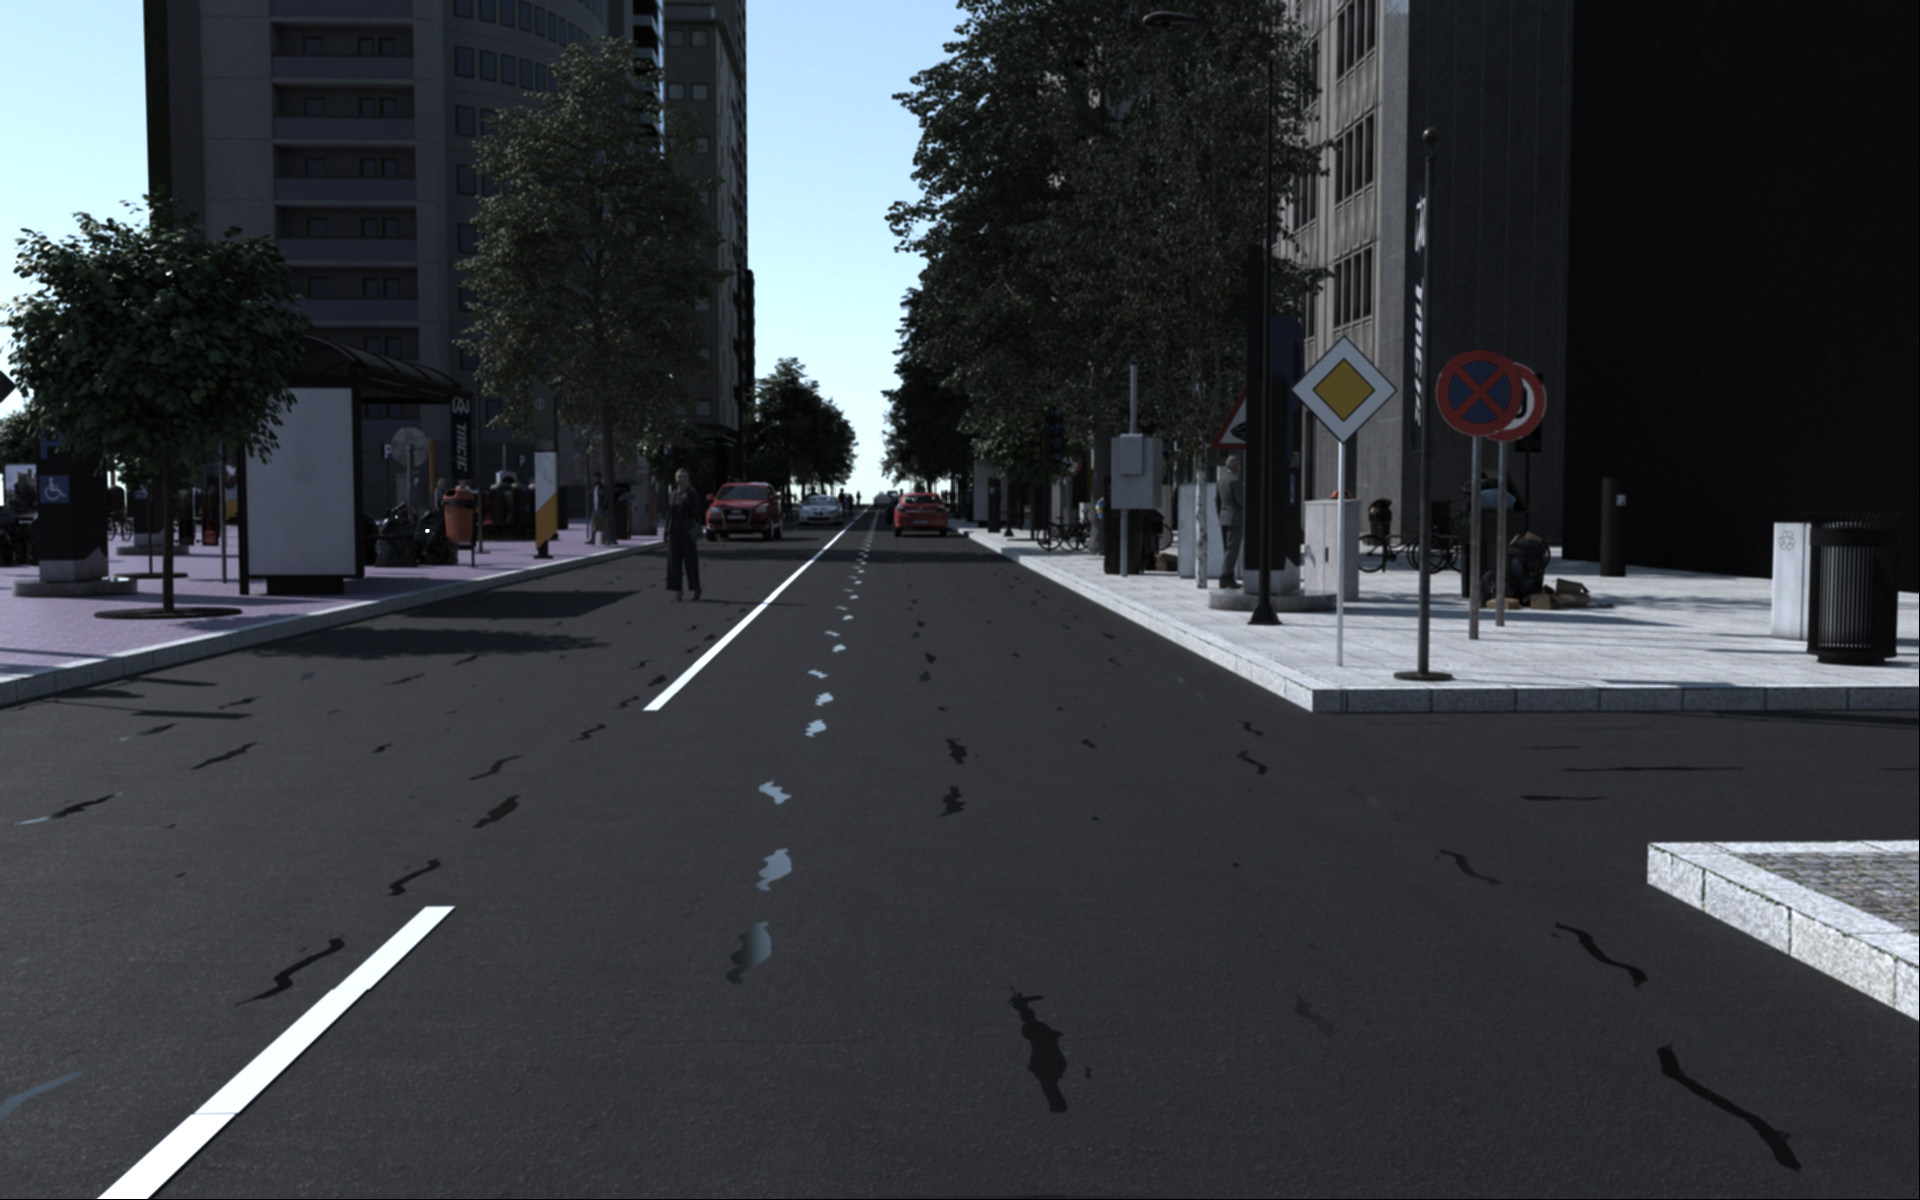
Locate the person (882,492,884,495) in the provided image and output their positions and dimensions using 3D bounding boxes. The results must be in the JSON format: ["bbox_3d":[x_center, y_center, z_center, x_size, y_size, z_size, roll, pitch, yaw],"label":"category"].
[{"bbox_3d":[-10.119,-13.376,227.991,1.217,1.735,0.721,2,4,23],"label":"person"}]

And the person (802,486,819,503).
[{"bbox_3d":[-8.252,-5.459,97.384,1.348,1.869,0.705,-2,4,-26],"label":"person"}]

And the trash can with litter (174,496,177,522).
[{"bbox_3d":[-37.446,-4.366,82.449,1.678,1.210,2.233,-3,5,-41],"label":"trash can with litter"}]

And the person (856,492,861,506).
[{"bbox_3d":[-12.597,-12.610,215.382,0.721,1.735,1.217,1,4,22],"label":"person"}]

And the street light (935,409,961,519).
[{"bbox_3d":[-0.793,-7.395,93.447,1.470,5.913,1.316,0,4,-3],"label":"street light"}]

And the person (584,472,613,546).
[{"bbox_3d":[-8.870,-2.241,42.667,0.713,1.824,0.794,-3,4,-37],"label":"person"}]

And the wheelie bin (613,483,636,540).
[{"bbox_3d":[-9.639,-2.510,48.944,0.980,1.594,0.693,0,4,-1],"label":"wheelie bin"}]

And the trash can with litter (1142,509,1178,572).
[{"bbox_3d":[3.323,-1.080,29.045,0.624,1.170,1.055,-3,5,-42],"label":"trash can with litter"}]

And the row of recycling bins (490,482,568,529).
[{"bbox_3d":[-15.526,-3.375,62.291,1.069,1.692,3.534,2,4,30],"label":"row of recycling bins"}]

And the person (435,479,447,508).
[{"bbox_3d":[-17.314,-3.168,58.027,0.728,1.800,0.709,2,4,32],"label":"person"}]

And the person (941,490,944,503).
[{"bbox_3d":[-2.353,-14.195,238.221,0.705,1.814,1.350,2,4,28],"label":"person"}]

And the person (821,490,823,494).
[{"bbox_3d":[-17.162,-12.874,216.983,0.568,1.767,0.683,-1,4,-15],"label":"person"}]

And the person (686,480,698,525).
[{"bbox_3d":[-9.716,-3.453,62.836,0.444,1.785,0.601,-2,4,-25],"label":"person"}]

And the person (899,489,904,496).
[{"bbox_3d":[-4.366,-7.329,128.327,0.705,1.824,1.348,-2,4,-32],"label":"person"}]

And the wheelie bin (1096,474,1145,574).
[{"bbox_3d":[2.655,-1.218,27.823,0.980,1.594,0.693,1,4,10],"label":"wheelie bin"}]

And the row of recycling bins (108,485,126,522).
[{"bbox_3d":[-40.068,-4.423,79.432,1.069,1.692,3.534,2,4,31],"label":"row of recycling bins"}]

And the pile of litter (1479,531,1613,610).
[{"bbox_3d":[6.607,-0.348,19.656,1.719,0.858,1.176,0,4,2],"label":"pile of litter"}]

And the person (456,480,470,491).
[{"bbox_3d":[-16.225,-3.092,56.474,0.514,1.842,0.818,-1,4,-22],"label":"person"}]

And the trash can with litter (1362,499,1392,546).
[{"bbox_3d":[10.280,-1.932,42.976,0.624,1.170,1.055,-1,4,-12],"label":"trash can with litter"}]

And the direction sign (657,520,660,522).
[{"bbox_3d":[-14.175,-5.414,80.521,0.876,3.537,0.379,2,4,24],"label":"direction sign"}]

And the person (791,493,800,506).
[{"bbox_3d":[-17.943,-10.958,188.435,0.991,1.433,0.599,-1,4,-10],"label":"person"}]

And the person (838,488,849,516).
[{"bbox_3d":[-7.686,-6.412,113.271,0.705,1.831,1.348,2,4,26],"label":"person"}]

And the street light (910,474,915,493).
[{"bbox_3d":[-4.540,-12.472,176.457,1.470,5.913,1.316,0,4,-3],"label":"street light"}]

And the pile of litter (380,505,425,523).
[{"bbox_3d":[-16.922,-2.345,52.302,1.719,0.858,1.176,-2,4,-33],"label":"pile of litter"}]

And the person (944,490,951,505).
[{"bbox_3d":[-1.382,-10.888,184.856,0.742,1.727,0.445,-3,4,-36],"label":"person"}]

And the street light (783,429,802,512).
[{"bbox_3d":[-12.011,-9.255,123.867,1.470,5.913,1.316,0,4,-3],"label":"street light"}]

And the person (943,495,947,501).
[{"bbox_3d":[-1.661,-12.605,212.963,1.217,1.723,0.721,1,4,22],"label":"person"}]

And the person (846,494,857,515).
[{"bbox_3d":[-7.626,-6.698,121.277,1.065,1.426,0.557,3,4,39],"label":"person"}]

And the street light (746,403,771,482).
[{"bbox_3d":[-10.362,-7.104,88.695,1.470,5.913,1.316,0,4,-3],"label":"street light"}]

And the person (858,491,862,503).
[{"bbox_3d":[-12.871,-12.967,220.597,0.705,1.812,1.348,-2,4,-26],"label":"person"}]

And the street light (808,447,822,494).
[{"bbox_3d":[-14.164,-12.184,171.753,1.470,5.913,1.316,0,4,-3],"label":"street light"}]

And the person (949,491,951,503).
[{"bbox_3d":[-1.245,-13.202,222.411,1.217,1.766,0.721,-1,4,-13],"label":"person"}]

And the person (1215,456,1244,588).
[{"bbox_3d":[3.786,-1.066,23.652,0.590,1.801,0.661,-1,4,-22],"label":"person"}]

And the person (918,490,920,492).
[{"bbox_3d":[-4.097,-10.076,171.709,0.541,1.710,0.530,0,4,-7],"label":"person"}]

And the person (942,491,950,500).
[{"bbox_3d":[-1.531,-11.505,194.866,1.217,1.736,0.721,-1,4,-22],"label":"person"}]

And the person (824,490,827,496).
[{"bbox_3d":[-17.151,-13.195,221.789,0.705,1.822,1.348,0,4,-3],"label":"person"}]

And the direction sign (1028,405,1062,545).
[{"bbox_3d":[2.167,-3.186,44.089,0.876,3.537,0.379,0,4,-7],"label":"direction sign"}]

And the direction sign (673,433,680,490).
[{"bbox_3d":[-10.396,-4.375,63.535,0.379,3.537,0.876,0,4,4],"label":"direction sign"}]

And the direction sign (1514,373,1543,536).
[{"bbox_3d":[10.639,-2.475,32.466,0.876,3.537,0.379,-3,5,-41],"label":"direction sign"}]

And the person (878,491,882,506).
[{"bbox_3d":[-9.366,-11.867,203.044,1.217,1.766,0.721,-1,4,-15],"label":"person"}]

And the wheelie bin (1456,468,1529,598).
[{"bbox_3d":[6.514,-0.816,21.248,0.693,1.594,0.980,-1,4,-15],"label":"wheelie bin"}]

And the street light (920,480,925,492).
[{"bbox_3d":[-2.384,-9.552,128.713,1.470,5.913,1.316,0,4,-3],"label":"street light"}]

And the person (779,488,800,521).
[{"bbox_3d":[-8.973,-4.993,90.859,1.217,1.735,0.721,0,4,-6],"label":"person"}]

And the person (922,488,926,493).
[{"bbox_3d":[-2.001,-4.915,89.309,0.683,1.767,0.568,-2,4,-32],"label":"person"}]

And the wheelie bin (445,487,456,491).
[{"bbox_3d":[-23.620,-4.411,80.030,0.980,1.594,0.693,-3,5,-39],"label":"wheelie bin"}]

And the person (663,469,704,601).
[{"bbox_3d":[-3.732,-0.879,23.298,0.576,1.772,0.534,0,4,2],"label":"person"}]

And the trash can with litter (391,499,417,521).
[{"bbox_3d":[-14.355,-1.987,43.881,1.055,1.170,0.624,-2,4,-30],"label":"trash can with litter"}]

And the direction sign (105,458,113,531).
[{"bbox_3d":[-29.429,-4.143,59.727,0.379,3.537,0.876,0,4,7],"label":"direction sign"}]

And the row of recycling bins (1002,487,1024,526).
[{"bbox_3d":[1.994,-3.971,72.042,1.069,1.692,3.534,1,4,11],"label":"row of recycling bins"}]

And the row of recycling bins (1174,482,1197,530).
[{"bbox_3d":[8.035,-3.242,60.124,1.069,1.692,3.534,0,4,2],"label":"row of recycling bins"}]

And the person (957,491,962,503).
[{"bbox_3d":[0.025,-7.376,127.303,0.551,1.740,0.621,0,3,0],"label":"person"}]
